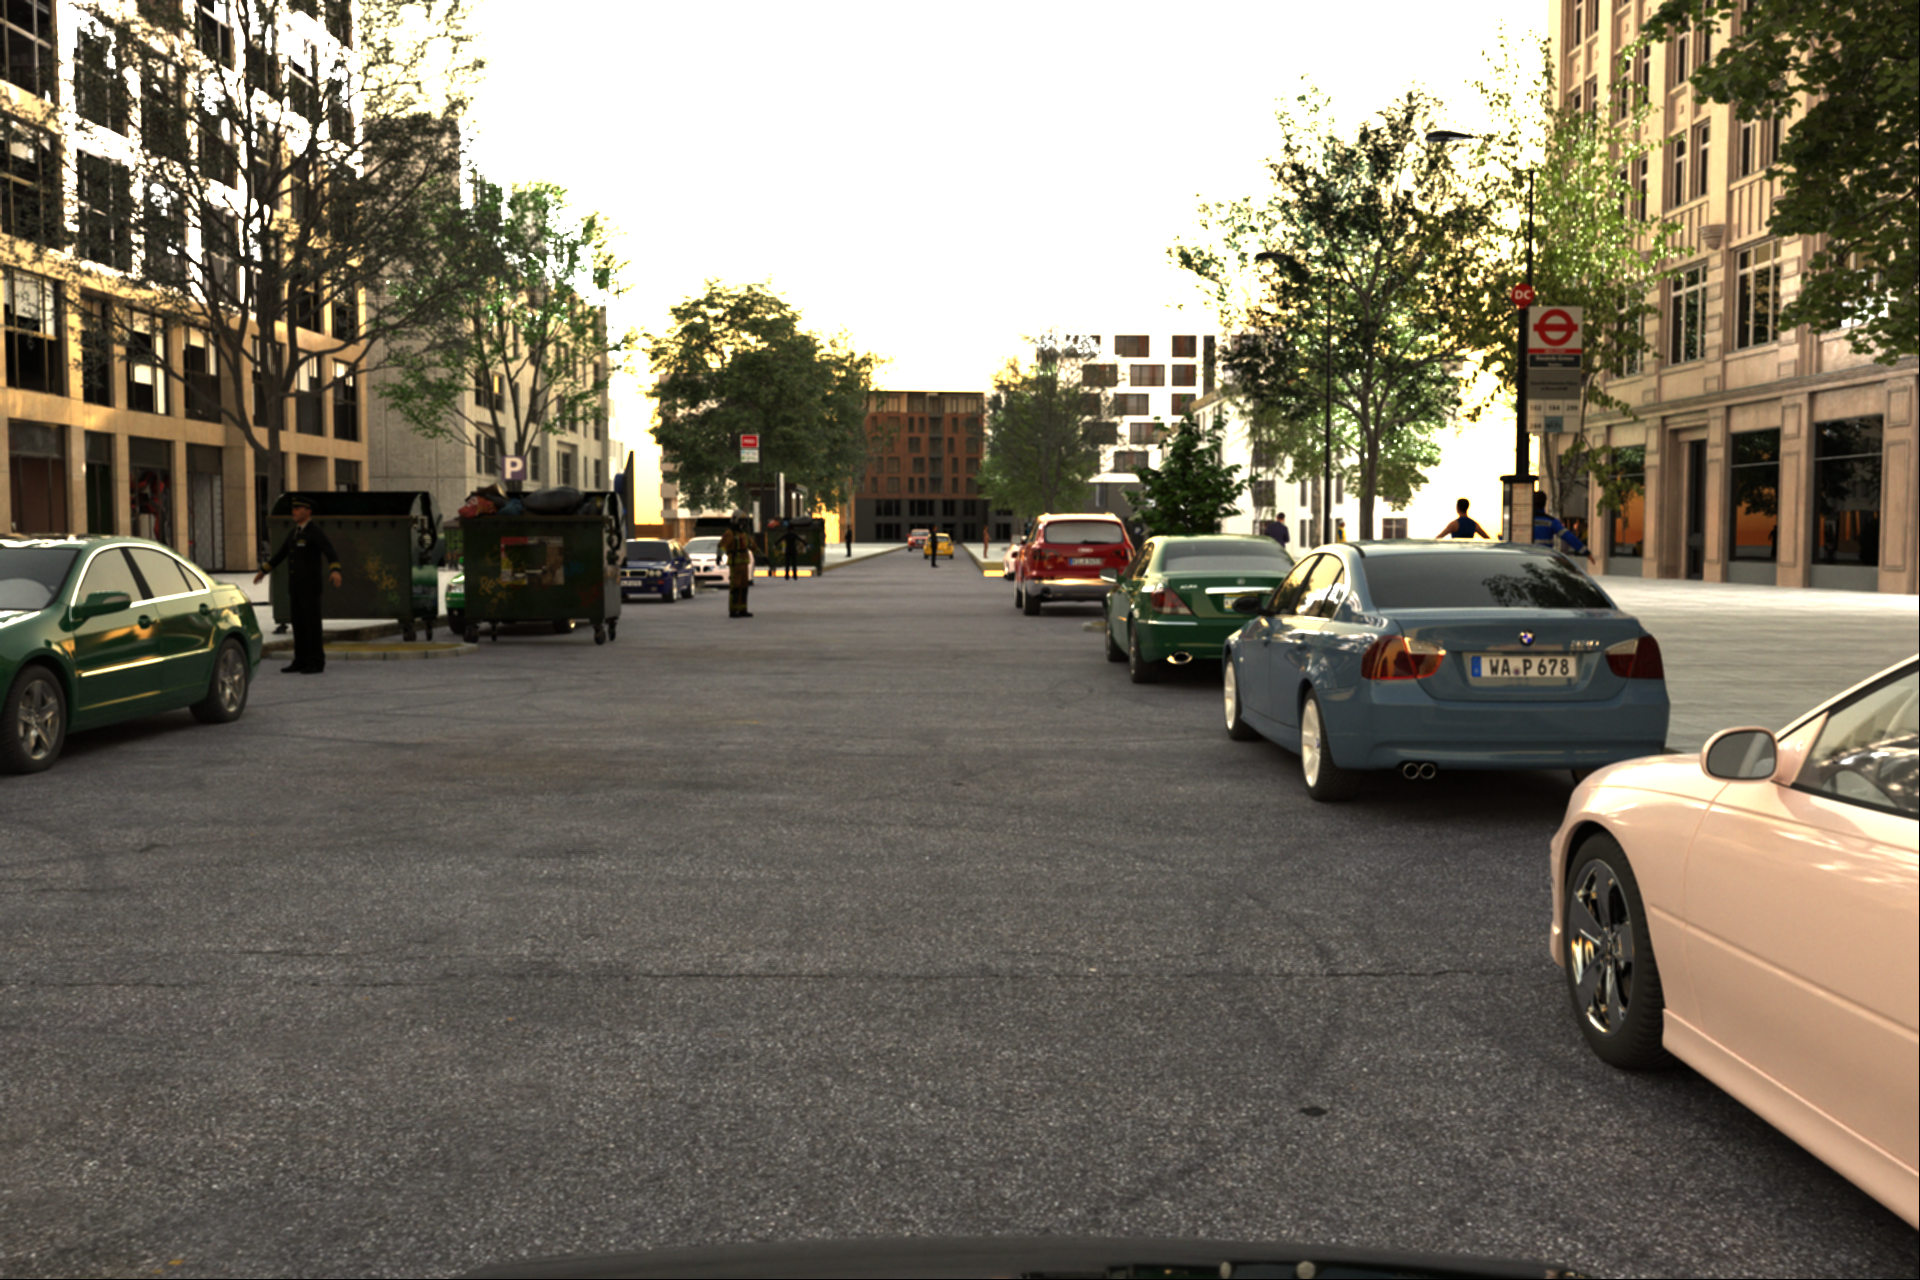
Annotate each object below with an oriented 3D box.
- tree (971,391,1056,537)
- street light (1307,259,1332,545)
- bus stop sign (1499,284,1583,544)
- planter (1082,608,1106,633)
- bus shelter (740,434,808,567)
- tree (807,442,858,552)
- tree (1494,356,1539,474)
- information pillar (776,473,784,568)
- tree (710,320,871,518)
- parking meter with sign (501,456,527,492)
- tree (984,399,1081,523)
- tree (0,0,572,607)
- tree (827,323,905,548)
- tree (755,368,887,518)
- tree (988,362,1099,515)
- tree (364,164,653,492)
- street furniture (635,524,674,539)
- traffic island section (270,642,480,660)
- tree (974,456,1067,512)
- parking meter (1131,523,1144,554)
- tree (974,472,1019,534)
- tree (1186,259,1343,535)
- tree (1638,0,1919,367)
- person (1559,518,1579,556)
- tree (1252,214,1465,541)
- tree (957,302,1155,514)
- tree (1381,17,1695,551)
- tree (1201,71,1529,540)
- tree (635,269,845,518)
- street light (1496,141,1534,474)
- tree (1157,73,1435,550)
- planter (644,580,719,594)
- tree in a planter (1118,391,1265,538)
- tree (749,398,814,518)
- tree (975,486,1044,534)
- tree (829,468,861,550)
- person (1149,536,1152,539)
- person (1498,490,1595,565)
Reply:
[{"bbox_3d":[4.776,-13.451,138.042,7.486,12.596,7.792,0,3,0],"label":"tree"},{"bbox_3d":[6.623,-3.430,28.622,1.470,5.913,1.316,0,4,-1],"label":"street light"},{"bbox_3d":[6.210,-1.826,18.561,0.855,3.939,0.416,0,4,-1],"label":"bus stop sign"},{"bbox_3d":[2.841,-0.296,25.986,1.991,0.319,1.994,0,4,1],"label":"planter"},{"bbox_3d":[-7.763,-5.794,72.363,2.179,5.291,8.768,0,4,-1],"label":"bus shelter"},{"bbox_3d":[-10.162,-10.790,126.783,4.360,8.622,3.978,0,3,0],"label":"tree"},{"bbox_3d":[27.605,-9.277,77.431,9.928,11.665,9.643,0,3,0],"label":"tree"},{"bbox_3d":[-6.932,-4.615,66.767,0.184,3.620,1.656,0,4,-1],"label":"information pillar"},{"bbox_3d":[-10.039,-12.021,103.192,9.857,13.997,8.962,0,3,0],"label":"tree"},{"bbox_3d":[-9.922,-2.641,39.437,0.543,3.016,1.738,0,4,0],"label":"parking meter with sign"},{"bbox_3d":[5.267,-12.387,128.283,9.928,11.665,9.643,0,3,0],"label":"tree"},{"bbox_3d":[-12.371,-7.361,30.729,12.009,13.543,11.850,0,3,0],"label":"tree"},{"bbox_3d":[-11.201,-18.476,157.978,12.611,20.169,13.585,0,3,0],"label":"tree"},{"bbox_3d":[-10.079,-12.581,116.069,12.009,13.543,11.850,0,3,0],"label":"tree"},{"bbox_3d":[5.358,-11.999,114.310,7.486,12.596,7.792,0,3,0],"label":"tree"},{"bbox_3d":[-12.396,-7.471,47.901,9.928,11.665,9.643,0,3,0],"label":"tree"},{"bbox_3d":[-15.739,-4.411,78.967,9.812,1.723,11.010,-3,5,-40],"label":"street furniture"},{"bbox_3d":[-6.859,0.133,20.688,1.991,0.108,1.994,0,4,1],"label":"traffic island section"},{"bbox_3d":[5.423,-13.019,147.270,8.767,10.594,7.601,0,4,-1],"label":"tree"},{"bbox_3d":[5.997,-3.227,58.477,0.399,1.863,0.255,0,4,0],"label":"parking meter"},{"bbox_3d":[5.144,-13.617,157.046,8.767,10.594,7.601,1,4,12],"label":"tree"},{"bbox_3d":[7.906,-5.930,47.325,4.360,8.622,3.978,0,3,0],"label":"tree"},{"bbox_3d":[8.365,-5.733,11.859,7.486,12.596,7.792,0,3,0],"label":"tree"},{"bbox_3d":[16.818,-2.518,48.015,0.742,1.727,0.445,3,5,41],"label":"person"},{"bbox_3d":[14.173,-8.764,61.418,7.486,12.596,7.792,0,3,0],"label":"tree"},{"bbox_3d":[4.870,-11.156,92.772,12.009,13.543,11.850,0,3,0],"label":"tree"},{"bbox_3d":[8.356,-4.533,24.477,4.737,8.622,4.395,0,3,0],"label":"tree"},{"bbox_3d":[8.497,-6.125,34.559,7.601,10.594,8.767,-1,4,-12],"label":"tree"},{"bbox_3d":[-10.378,-10.750,82.412,9.857,13.997,8.962,0,3,0],"label":"tree"},{"bbox_3d":[7.126,-2.909,20.096,1.470,5.913,1.316,0,4,-1],"label":"street light"},{"bbox_3d":[14.375,-13.355,74.239,12.611,20.169,13.585,0,3,0],"label":"tree"},{"bbox_3d":[-6.967,-1.298,42.361,1.991,0.319,1.994,0,3,0],"label":"planter"},{"bbox_3d":[2.863,-1.500,21.741,1.991,3.239,1.994,0,4,0],"label":"tree in a planter"},{"bbox_3d":[-9.830,-8.614,91.205,4.737,8.622,4.395,0,3,0],"label":"tree"},{"bbox_3d":[5.536,-14.163,165.970,8.767,10.594,7.601,0,4,2],"label":"tree"},{"bbox_3d":[-10.804,-11.715,141.896,4.360,8.622,3.978,0,3,0],"label":"tree"},{"bbox_3d":[4.491,-1.934,38.400,0.721,1.737,1.214,2,4,30],"label":"person"},{"bbox_3d":[7.285,-0.970,21.828,1.345,1.831,0.704,2,4,31],"label":"person"}]
